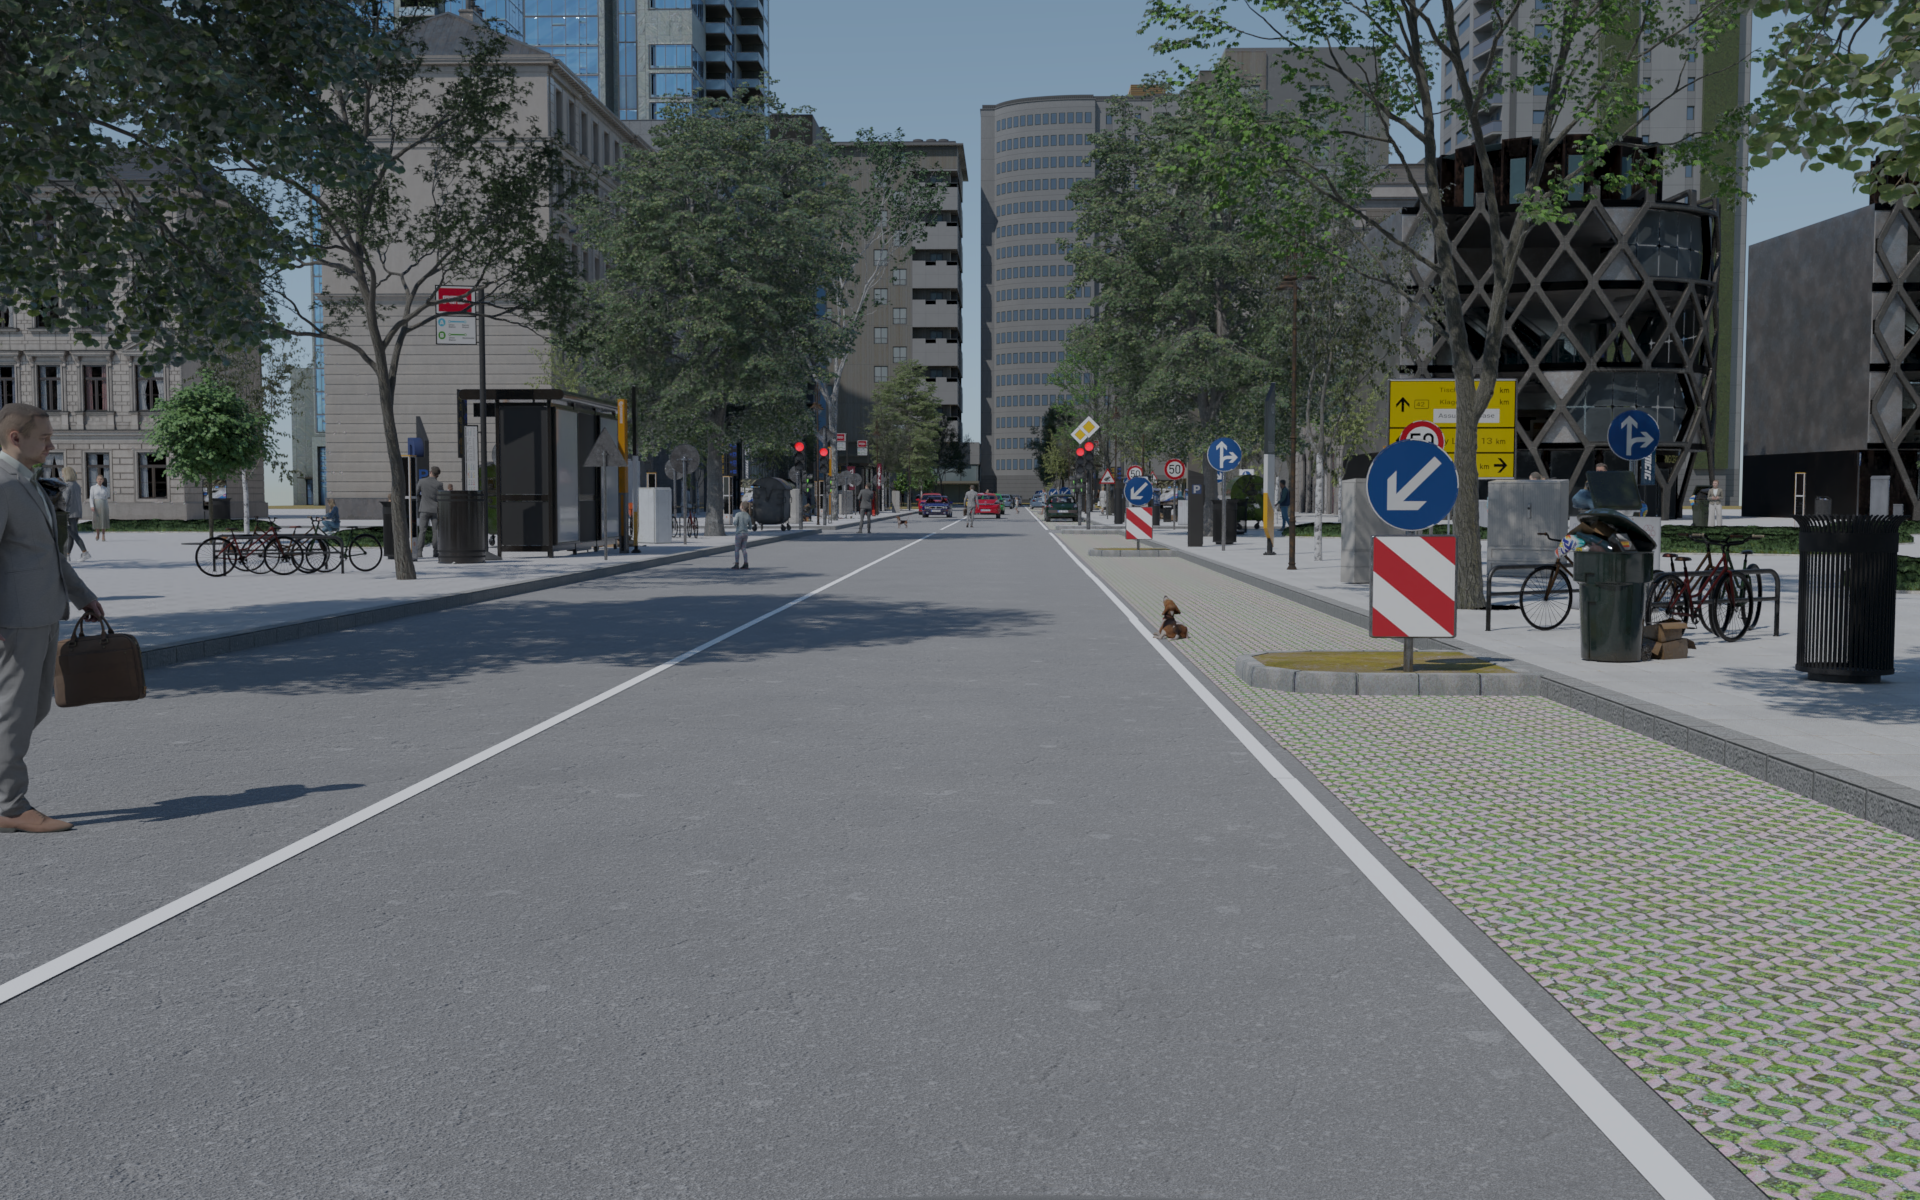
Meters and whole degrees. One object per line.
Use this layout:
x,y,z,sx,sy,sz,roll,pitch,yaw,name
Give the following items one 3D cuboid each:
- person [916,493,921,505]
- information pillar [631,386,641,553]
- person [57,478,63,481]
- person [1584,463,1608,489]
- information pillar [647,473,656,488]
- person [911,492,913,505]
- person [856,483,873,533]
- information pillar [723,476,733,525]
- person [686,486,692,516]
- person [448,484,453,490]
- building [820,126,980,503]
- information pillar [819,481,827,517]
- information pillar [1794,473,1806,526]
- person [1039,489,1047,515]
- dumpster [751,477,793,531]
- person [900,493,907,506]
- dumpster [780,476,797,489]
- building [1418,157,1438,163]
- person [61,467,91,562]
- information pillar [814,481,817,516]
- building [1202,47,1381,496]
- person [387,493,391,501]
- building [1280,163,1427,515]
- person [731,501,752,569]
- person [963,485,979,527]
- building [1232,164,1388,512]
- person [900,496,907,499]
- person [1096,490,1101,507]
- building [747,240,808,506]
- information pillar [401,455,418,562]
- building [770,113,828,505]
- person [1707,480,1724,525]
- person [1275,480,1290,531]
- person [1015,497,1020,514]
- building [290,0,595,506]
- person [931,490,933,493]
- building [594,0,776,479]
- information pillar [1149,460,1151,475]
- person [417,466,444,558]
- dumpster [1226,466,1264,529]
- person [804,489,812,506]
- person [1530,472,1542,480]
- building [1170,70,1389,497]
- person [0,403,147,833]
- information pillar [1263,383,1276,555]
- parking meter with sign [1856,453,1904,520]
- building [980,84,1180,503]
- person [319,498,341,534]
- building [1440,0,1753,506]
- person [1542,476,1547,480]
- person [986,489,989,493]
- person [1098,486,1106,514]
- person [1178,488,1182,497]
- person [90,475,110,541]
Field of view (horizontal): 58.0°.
-4.659,-11.470,196.769,0.628,1.438,0.799,0,4,2,person
-7.067,-2.836,37.727,0.183,3.616,0.504,0,4,-6,information pillar
-28.354,-2.952,54.559,0.600,1.795,0.529,-2,4,-33,person
11.476,-1.552,31.334,0.836,1.842,0.656,2,4,32,person
-10.682,-3.395,59.999,0.304,2.012,0.304,-1,4,-16,information pillar
-5.895,-12.334,209.174,0.415,1.643,0.593,2,4,27,person
-3.491,-3.375,63.484,0.655,1.846,0.447,-1,4,-17,person
-9.548,-4.085,71.284,0.304,2.012,0.304,1,4,19,information pillar
-16.263,-5.890,102.689,0.694,1.780,0.624,2,4,33,person
-23.064,-4.377,78.203,0.643,1.750,0.593,-1,4,-18,person
-10.679,-40.789,256.131,27.495,52.752,28.713,0,4,2,building
-7.561,-5.578,95.686,0.304,2.012,0.304,2,4,28,information pillar
28.886,-3.368,59.567,0.304,2.012,0.304,2,4,32,information pillar
5.838,-6.771,119.292,0.778,1.811,0.616,0,4,7,person
-6.562,-3.333,60.254,1.264,1.857,1.865,0,4,2,dumpster
-5.985,-10.755,182.403,1.217,1.766,0.721,2,4,34,person
-9.624,-5.585,93.806,1.502,2.255,1.985,0,4,2,dumpster
74.149,-38.397,251.499,21.600,48.544,21.300,0,4,2,building
-16.806,-1.619,32.699,0.728,1.800,0.709,0,4,4,person
-8.317,-5.913,101.162,0.304,2.012,0.304,-1,4,-22,information pillar
30.919,-29.289,162.468,14.154,41.232,14.086,0,4,2,building
-15.793,-2.310,48.056,0.306,1.304,0.590,0,4,1,person
29.222,-16.566,112.655,13.314,21.916,24.055,0,4,2,building
-4.181,-1.237,33.009,0.394,1.301,0.425,2,4,31,person
0.479,-4.027,74.465,0.709,1.813,0.853,0,4,5,person
28.394,-19.360,134.554,12.078,24.808,19.932,0,4,2,building
-6.190,-10.806,185.949,0.991,1.433,0.599,-1,4,-17,person
13.459,-9.908,168.867,0.721,1.723,1.217,-1,4,-12,person
-24.101,-25.256,184.637,14.160,30.474,14.107,0,4,2,building
-10.486,-1.732,32.805,0.304,2.012,0.304,0,4,5,information pillar
-23.214,-33.675,200.702,14.200,45.320,14.600,0,4,2,building
25.417,-3.162,58.287,0.519,1.759,0.362,2,4,29,person
11.159,-3.253,59.579,0.721,1.781,0.623,0,4,4,person
4.161,-6.820,125.020,0.382,1.210,0.505,0,4,2,person
-60.007,-54.099,197.196,31.000,86.520,22.319,0,4,2,building
-3.523,-12.458,210.263,0.750,1.759,0.617,1,4,15,person
-28.530,-51.857,160.539,22.319,86.520,31.000,0,4,2,building
13.146,-7.871,120.046,0.183,3.616,0.504,1,4,15,information pillar
-10.783,-1.792,35.141,0.655,1.846,0.447,-1,4,-18,person
10.335,-3.646,62.104,1.502,2.255,1.985,0,4,2,dumpster
-15.402,-10.324,175.367,0.617,1.759,0.750,1,4,22,person
10.986,-1.592,33.076,0.522,1.701,0.512,2,4,32,person
35.424,-34.948,195.098,21.300,48.544,21.600,0,4,2,building
-3.957,0.078,7.340,0.853,1.813,0.709,-1,4,-14,person
6.477,-2.746,36.250,0.183,3.616,0.504,2,4,28,information pillar
38.467,-4.656,72.388,1.738,3.016,0.543,2,4,33,parking meter with sign
17.084,-43.459,252.560,28.212,58.520,21.231,0,4,2,building
-20.156,-2.675,55.285,0.738,1.151,1.012,-1,4,-19,person
70.232,-39.879,194.023,28.212,58.520,21.231,0,4,2,building
18.275,-2.937,54.158,0.850,1.850,0.679,0,4,-5,person
2.203,-8.039,140.036,0.694,1.812,0.767,-1,4,-10,person
9.018,-6.317,109.680,0.624,1.780,0.694,-3,5,-41,person
16.905,-7.771,133.442,0.601,1.785,0.444,-2,4,-32,person
-23.369,-2.493,47.025,0.478,1.798,0.641,-2,4,-30,person
